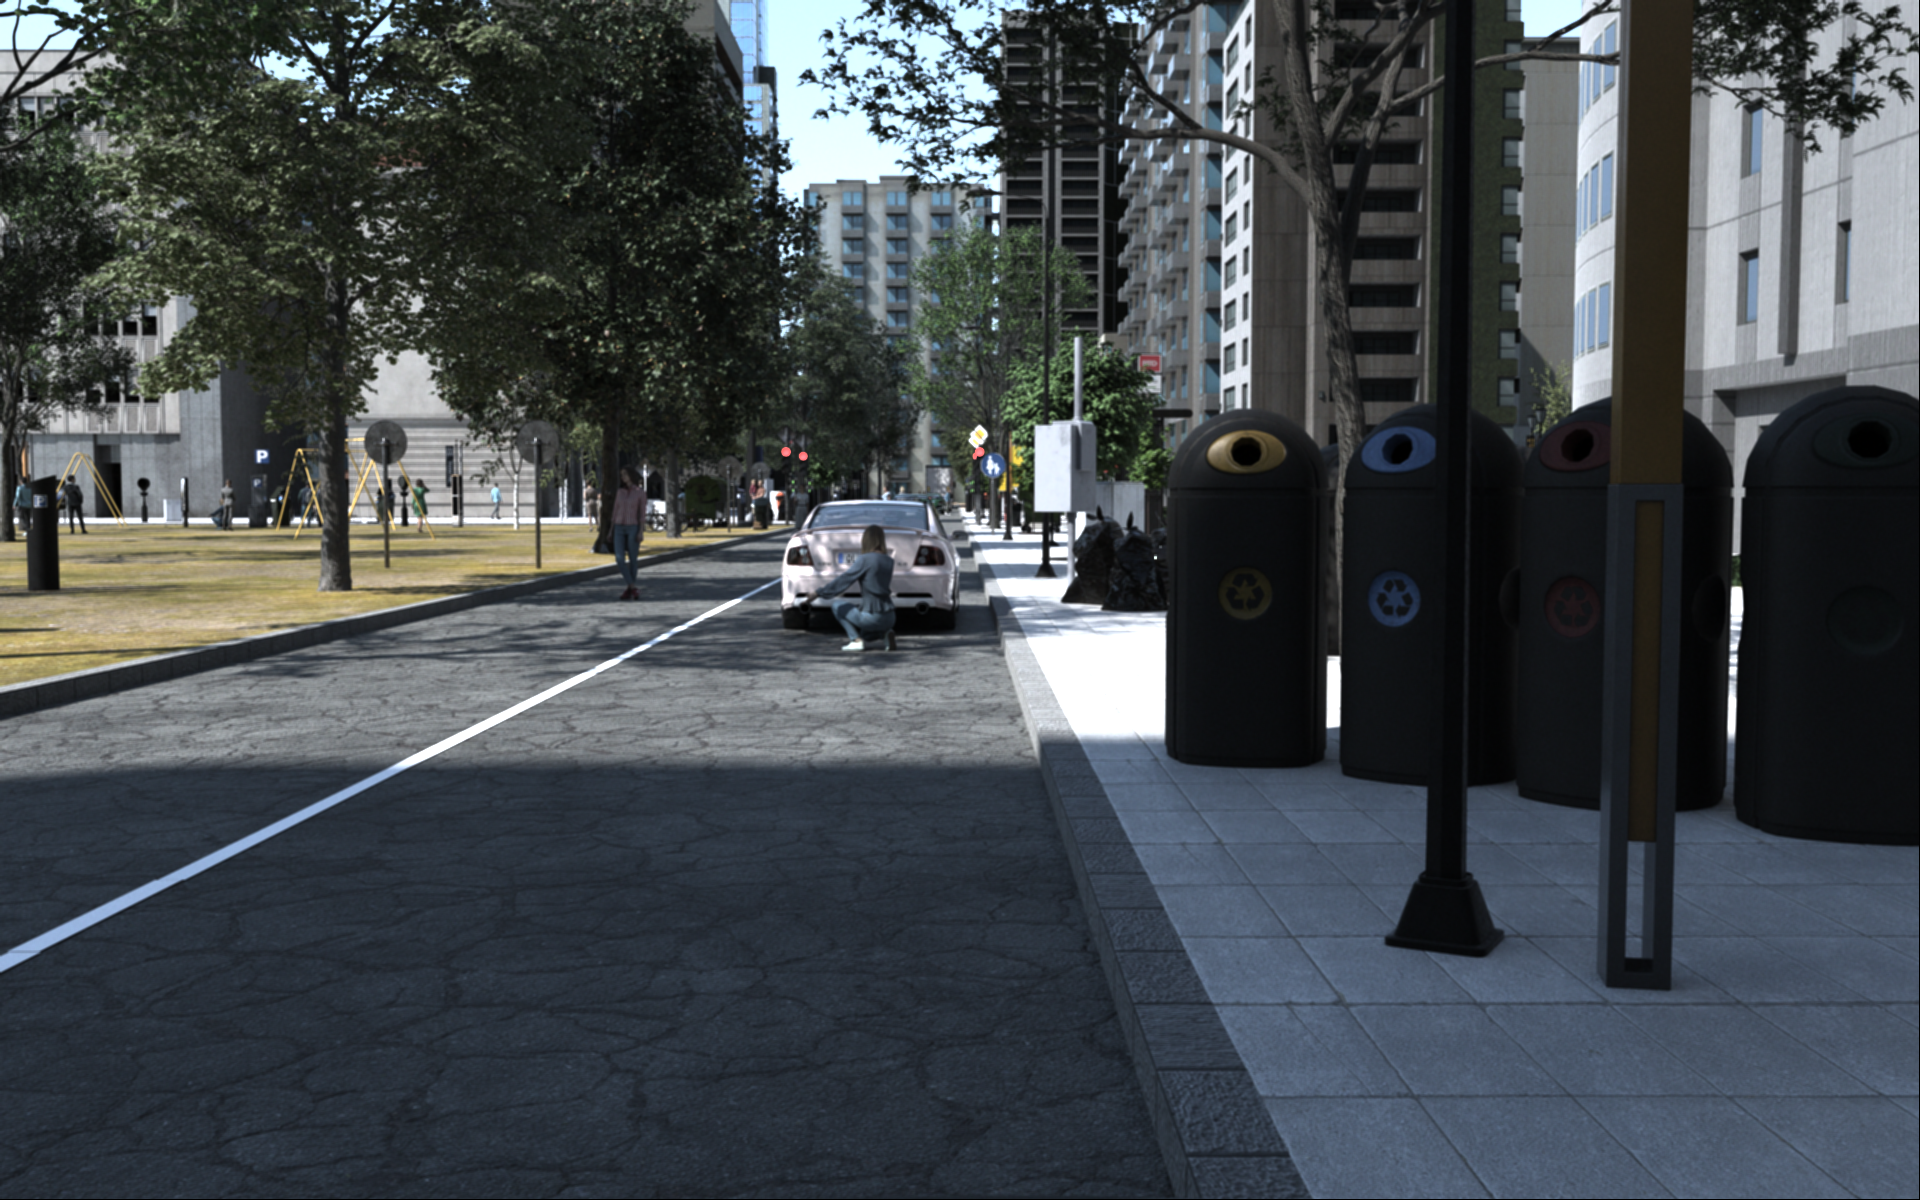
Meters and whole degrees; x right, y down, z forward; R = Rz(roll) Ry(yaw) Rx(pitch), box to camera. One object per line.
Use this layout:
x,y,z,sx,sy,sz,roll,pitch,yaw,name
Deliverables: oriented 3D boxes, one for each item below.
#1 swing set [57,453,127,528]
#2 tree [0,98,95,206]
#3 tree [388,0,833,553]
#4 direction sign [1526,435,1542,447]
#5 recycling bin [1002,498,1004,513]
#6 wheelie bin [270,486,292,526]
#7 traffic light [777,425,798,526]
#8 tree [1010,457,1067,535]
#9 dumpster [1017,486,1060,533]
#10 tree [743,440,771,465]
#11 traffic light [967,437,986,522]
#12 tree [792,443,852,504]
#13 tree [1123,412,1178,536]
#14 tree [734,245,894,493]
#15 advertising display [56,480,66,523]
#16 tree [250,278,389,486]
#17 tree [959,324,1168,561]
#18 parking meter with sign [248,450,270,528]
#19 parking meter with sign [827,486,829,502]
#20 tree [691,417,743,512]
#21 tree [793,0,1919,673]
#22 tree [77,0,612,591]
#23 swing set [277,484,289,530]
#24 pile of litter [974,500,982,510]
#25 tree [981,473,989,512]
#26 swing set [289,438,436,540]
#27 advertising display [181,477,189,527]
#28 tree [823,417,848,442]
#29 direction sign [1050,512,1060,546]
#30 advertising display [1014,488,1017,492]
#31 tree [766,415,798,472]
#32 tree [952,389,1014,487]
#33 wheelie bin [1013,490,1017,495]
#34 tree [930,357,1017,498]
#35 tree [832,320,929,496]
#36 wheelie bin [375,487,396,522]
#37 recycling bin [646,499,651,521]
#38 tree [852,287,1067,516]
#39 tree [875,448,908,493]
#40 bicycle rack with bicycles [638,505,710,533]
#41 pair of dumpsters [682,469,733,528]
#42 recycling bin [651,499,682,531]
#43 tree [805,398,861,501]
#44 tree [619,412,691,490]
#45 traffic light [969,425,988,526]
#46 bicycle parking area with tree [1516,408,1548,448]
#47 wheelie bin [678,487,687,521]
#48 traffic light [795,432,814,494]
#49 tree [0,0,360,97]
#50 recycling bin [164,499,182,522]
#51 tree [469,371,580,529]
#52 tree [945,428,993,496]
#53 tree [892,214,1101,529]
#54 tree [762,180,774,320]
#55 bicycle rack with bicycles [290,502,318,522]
-33.890,-4.241,66.964,2.862,2.851,3.119,-1,4,-22,swing set
-19.556,-5.991,32.373,8.767,10.594,7.601,0,4,0,tree
-7.569,-7.369,37.499,9.611,12.733,9.660,0,3,0,tree
22.287,-4.586,66.974,0.876,3.537,0.379,0,4,-7,direction sign
3.074,-6.559,119.795,0.722,1.027,0.722,0,4,1,recycling bin
-26.984,-3.727,68.846,0.693,1.594,0.980,-3,5,-44,wheelie bin
-6.987,-4.964,70.081,0.839,4.253,0.868,0,4,0,traffic light
2.247,-3.716,55.351,1.663,3.219,1.824,0,3,0,tree
2.672,-3.381,57.766,1.502,2.255,1.985,0,4,0,dumpster
-15.617,-10.566,123.122,4.360,8.622,3.978,0,3,0,tree
0.745,-5.455,78.110,0.839,4.253,0.868,0,4,0,traffic light
-7.755,-6.855,95.785,4.285,4.588,4.351,0,3,0,tree
4.278,-2.739,39.388,1.663,3.219,1.824,0,3,0,tree
-8.131,-11.034,87.062,9.857,13.997,8.962,0,3,0,tree
-40.503,-4.416,77.408,0.974,1.923,0.123,-2,4,-32,advertising display
-20.034,-6.395,54.922,4.360,8.622,3.978,0,3,0,tree
2.379,-3.057,33.699,4.285,4.588,4.351,0,3,0,tree
-27.135,-4.326,66.995,0.543,3.016,1.738,-1,4,-10,parking meter with sign
-8.717,-7.111,112.518,0.543,3.016,1.738,-1,4,-14,parking meter with sign
-16.871,-9.822,110.958,4.360,8.622,3.978,0,3,0,tree
2.395,-4.684,11.003,8.767,10.594,7.601,-3,4,-36,tree
-8.108,-6.415,23.012,7.486,12.596,7.792,0,3,0,tree
-22.047,-3.904,61.454,2.862,2.851,3.119,2,4,35,swing set
1.372,-7.919,143.437,1.176,0.858,1.719,0,4,0,pile of litter
1.754,-7.920,124.087,1.663,3.219,1.824,0,3,0,tree
-16.711,-3.124,48.694,2.862,2.851,3.119,-3,5,-44,swing set
-30.209,-3.810,67.499,0.123,1.923,0.974,-2,4,-32,advertising display
-8.720,-15.507,163.915,12.009,13.543,11.850,0,3,0,tree
2.273,-3.102,42.709,0.379,3.537,0.876,-1,4,-20,direction sign
5.077,-8.703,147.507,0.974,1.923,0.123,0,4,-1,advertising display
-15.458,-12.057,147.487,4.737,8.622,4.395,0,3,0,tree
1.292,-10.040,114.512,4.737,8.622,4.395,0,3,0,tree
3.762,-7.092,123.867,0.980,1.594,0.693,3,5,42,wheelie bin
1.940,-15.601,161.736,9.857,13.997,8.962,0,3,0,tree
-9.592,-20.501,191.084,12.611,20.169,13.585,0,3,0,tree
-26.670,-4.442,80.527,0.693,1.594,0.980,3,4,38,wheelie bin
-14.597,-4.250,82.043,0.722,1.027,0.722,-1,4,-23,recycling bin
2.128,-11.652,100.887,12.009,13.543,11.850,0,3,0,tree
-8.480,-15.398,202.116,4.360,8.622,3.978,0,3,0,tree
-9.951,-2.745,58.264,2.925,0.926,2.852,0,4,-5,bicycle rack with bicycles
-9.754,-3.949,67.057,1.574,2.255,4.437,0,4,0,pair of dumpsters
-10.200,-2.930,60.458,0.722,1.027,0.722,-3,5,-44,recycling bin
-7.849,-9.623,107.697,4.360,8.622,3.978,0,3,0,tree
-18.139,-8.942,96.564,4.360,8.622,3.978,0,3,0,tree
0.775,-4.967,70.125,0.839,4.253,0.868,0,4,0,traffic light
20.281,-4.498,60.550,9.016,4.147,8.231,2,4,29,bicycle parking area with tree
-13.276,-4.521,81.828,0.980,1.594,0.693,1,4,12,wheelie bin
-7.016,-5.452,78.066,0.839,4.253,0.868,0,4,0,traffic light
-8.307,-5.312,12.611,9.928,11.665,9.643,0,3,0,tree
-36.626,-4.162,80.609,0.722,1.027,0.722,-2,4,-28,recycling bin
-16.194,-6.882,62.884,4.360,8.622,3.978,0,3,0,tree
1.840,-19.098,230.374,7.486,12.596,7.792,0,3,0,tree
1.369,-8.426,63.526,9.928,11.665,9.643,0,3,0,tree
-8.575,-8.064,49.980,7.486,12.596,7.792,0,3,0,tree
-30.158,-4.075,80.000,2.852,0.926,2.925,-2,4,-24,bicycle rack with bicycles
